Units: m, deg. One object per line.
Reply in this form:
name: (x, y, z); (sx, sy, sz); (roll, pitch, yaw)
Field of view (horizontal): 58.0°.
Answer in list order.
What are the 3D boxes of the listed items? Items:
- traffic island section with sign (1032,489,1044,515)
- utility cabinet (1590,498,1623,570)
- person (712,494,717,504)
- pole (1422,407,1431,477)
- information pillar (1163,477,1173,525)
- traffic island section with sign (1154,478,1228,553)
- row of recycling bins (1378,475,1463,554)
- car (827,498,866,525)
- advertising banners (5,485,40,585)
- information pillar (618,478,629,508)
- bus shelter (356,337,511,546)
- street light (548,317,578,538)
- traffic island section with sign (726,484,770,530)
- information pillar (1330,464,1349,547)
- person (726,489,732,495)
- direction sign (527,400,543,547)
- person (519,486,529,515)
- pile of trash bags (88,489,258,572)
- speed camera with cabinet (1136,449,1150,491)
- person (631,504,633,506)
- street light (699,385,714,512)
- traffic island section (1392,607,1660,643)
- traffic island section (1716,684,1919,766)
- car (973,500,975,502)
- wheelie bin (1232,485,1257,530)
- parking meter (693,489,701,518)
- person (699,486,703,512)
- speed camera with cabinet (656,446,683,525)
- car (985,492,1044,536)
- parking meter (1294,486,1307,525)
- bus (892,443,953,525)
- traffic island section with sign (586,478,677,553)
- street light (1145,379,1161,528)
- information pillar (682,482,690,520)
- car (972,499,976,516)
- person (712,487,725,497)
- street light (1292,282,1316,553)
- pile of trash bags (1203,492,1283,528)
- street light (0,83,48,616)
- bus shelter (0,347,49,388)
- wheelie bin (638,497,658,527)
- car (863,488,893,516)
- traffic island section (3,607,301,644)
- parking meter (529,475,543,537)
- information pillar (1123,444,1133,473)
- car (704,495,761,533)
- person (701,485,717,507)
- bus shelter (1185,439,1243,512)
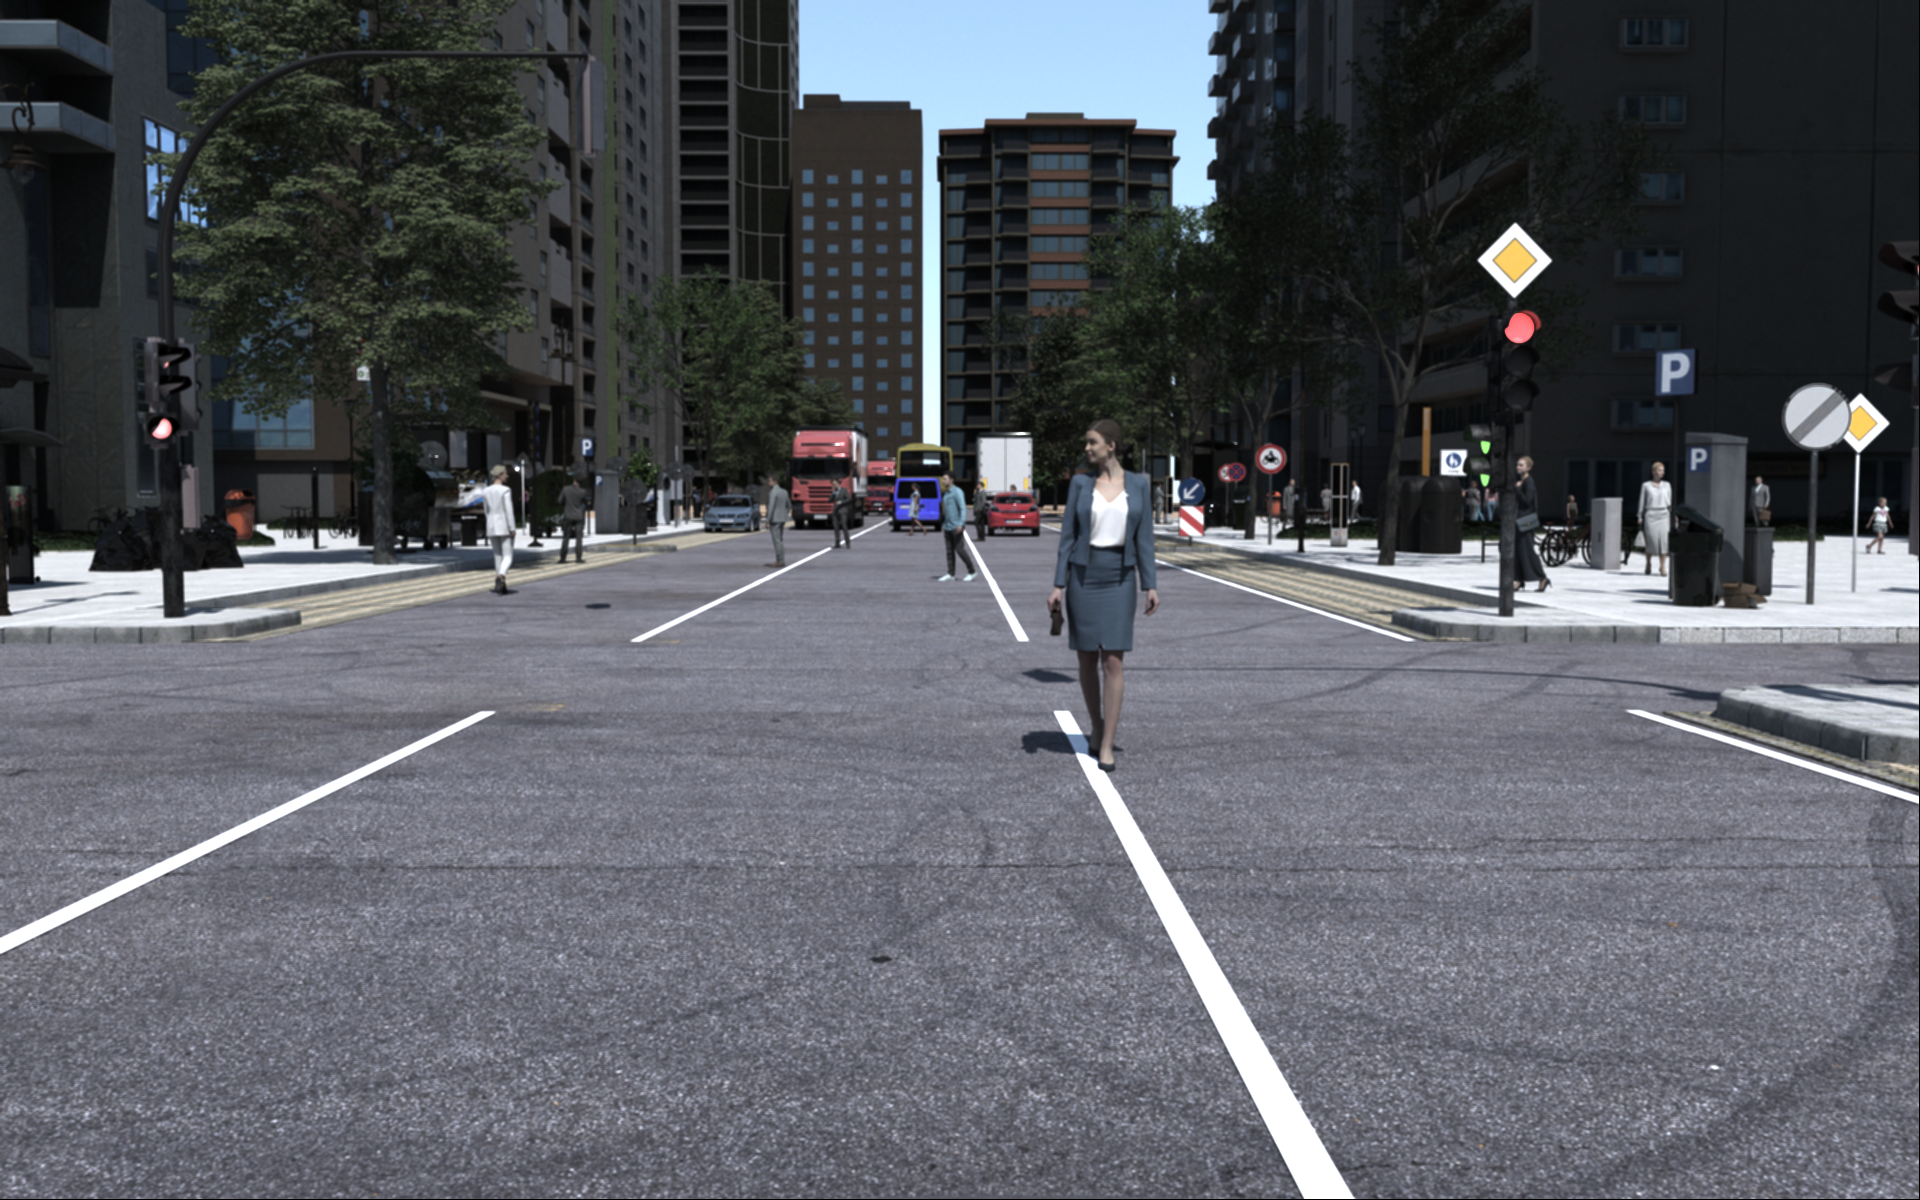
traffic island section with sign: (4.770, -6.813, 120.019); (1.989, 1.847, 2.006); (0, 4, -1)
utility cabinet: (11.019, -1.126, 29.573); (0.306, 1.237, 1.020); (0, 4, 8)
person: (-23.168, -9.439, 163.610); (0.697, 1.427, 0.421); (3, 4, 38)
pole: (10.987, -2.875, 40.842); (0.158, 3.312, 0.155); (0, 3, 0)
information pillar: (8.783, -4.193, 73.042); (0.304, 2.012, 0.304); (-1, 4, -22)
traffic island section with sign: (5.521, -2.101, 42.976); (1.989, 1.847, 2.006); (0, 4, -1)
row of recycling bins: (10.187, -1.925, 38.585); (1.069, 1.692, 3.534); (0, 4, -5)
car: (-5.484, -4.425, 82.570); (2.015, 1.641, 3.980); (0, 4, -2)
advertising banners: (-14.028, -1.749, 24.788); (2.074, 3.025, 0.090); (1, 4, 20)
information pillar: (-13.299, -3.913, 68.469); (0.304, 2.012, 0.304); (3, 5, 44)
bus shelter: (-14.296, -4.231, 46.807); (2.179, 5.291, 8.768); (0, 4, -1)
street light: (-10.411, -4.449, 45.536); (0.468, 5.910, 1.993); (0, 4, -1)
traffic island section with sign: (-8.371, -3.751, 69.956); (1.989, 1.847, 2.006); (0, 4, -1)
information pillar: (9.193, -2.291, 41.954); (0.304, 2.012, 0.304); (-3, 5, -44)
person: (-19.223, -8.392, 144.171); (0.541, 1.710, 0.530); (0, 4, -3)
direction sign: (-10.333, -3.061, 42.049); (0.379, 3.537, 0.876); (0, 4, 2)
person: (-23.858, -5.388, 94.823); (0.721, 1.739, 1.217); (-3, 4, -36)
pile of trash bags: (-13.379, -1.249, 30.173); (1.912, 1.369, 3.447); (1, 4, 10)
speed camera with cabinet: (7.515, -5.043, 76.791); (0.660, 3.252, 2.038); (-3, 5, -40)
person: (-21.190, -6.492, 112.196); (0.705, 1.822, 1.348); (-1, 4, -10)
street light: (-10.667, -6.139, 73.168); (0.468, 5.910, 1.993); (0, 4, -1)
traffic island section: (5.746, 0.252, 18.153); (2.009, 0.180, 2.903); (0, 4, -1)
traffic island section: (5.822, 0.741, 10.168); (2.009, 0.180, 2.903); (0, 4, -1)
car: (1.786, -5.359, 96.665); (2.155, 1.783, 4.494); (0, 4, 1)
wheelie bin: (10.093, -3.279, 61.513); (0.693, 1.594, 0.980); (-3, 5, -43)
parking meter: (-13.920, -5.092, 91.666); (0.372, 1.533, 0.369); (0, 3, 0)
person: (-18.106, -7.068, 121.228); (0.705, 1.869, 1.348); (-2, 4, -29)
speed camera with cabinet: (-12.196, -4.721, 71.530); (0.660, 3.252, 2.038); (-3, 4, -38)
car: (1.854, -3.128, 60.177); (2.155, 1.783, 4.494); (0, 4, 1)
parking meter: (10.109, -2.633, 51.461); (0.372, 1.533, 0.369); (0, 3, 0)
bus: (-1.805, -5.600, 83.114); (2.896, 3.916, 12.252); (0, 4, -2)
traffic island section with sign: (-8.106, -2.102, 43.002); (1.989, 1.847, 2.006); (0, 4, -1)
street light: (7.249, -5.657, 65.276); (0.468, 5.910, 1.993); (0, 4, -1)
information pillar: (-13.744, -5.042, 86.936); (0.304, 2.012, 0.304); (1, 4, 13)
car: (1.818, -6.490, 114.910); (1.959, 1.807, 4.718); (0, 4, -1)
person: (-18.259, -7.661, 131.311); (1.348, 1.822, 0.705); (-2, 4, -25)
street light: (7.488, -3.980, 37.854); (0.468, 5.910, 1.993); (0, 4, -1)
pile of trash bags: (10.831, -3.477, 66.606); (3.447, 1.369, 1.912); (3, 5, 39)
street light: (-10.114, -2.772, 18.115); (0.468, 5.910, 1.993); (0, 4, -1)
bus shelter: (-13.084, -1.613, 20.292); (2.014, 3.302, 5.546); (0, 4, 0)
wheelie bin: (-12.178, -3.639, 67.410); (0.693, 1.594, 0.980); (1, 4, 12)
car: (-5.445, -6.540, 115.594); (2.281, 1.827, 5.304); (0, 4, -2)
traffic island section: (-8.195, 0.260, 18.025); (2.009, 0.180, 2.903); (0, 4, -1)
parking meter: (-12.840, -2.856, 52.411); (0.255, 1.863, 0.399); (1, 4, 15)
information pillar: (7.820, -5.451, 80.475); (0.504, 3.616, 0.183); (-1, 4, -9)
car: (-8.533, -3.260, 65.296); (2.014, 1.417, 4.499); (0, 4, 0)
person: (-15.538, -6.208, 107.486); (1.348, 1.831, 0.705); (-3, 5, -45)
bus shelter: (11.339, -5.277, 77.562); (1.731, 3.624, 6.357); (0, 4, 0)
